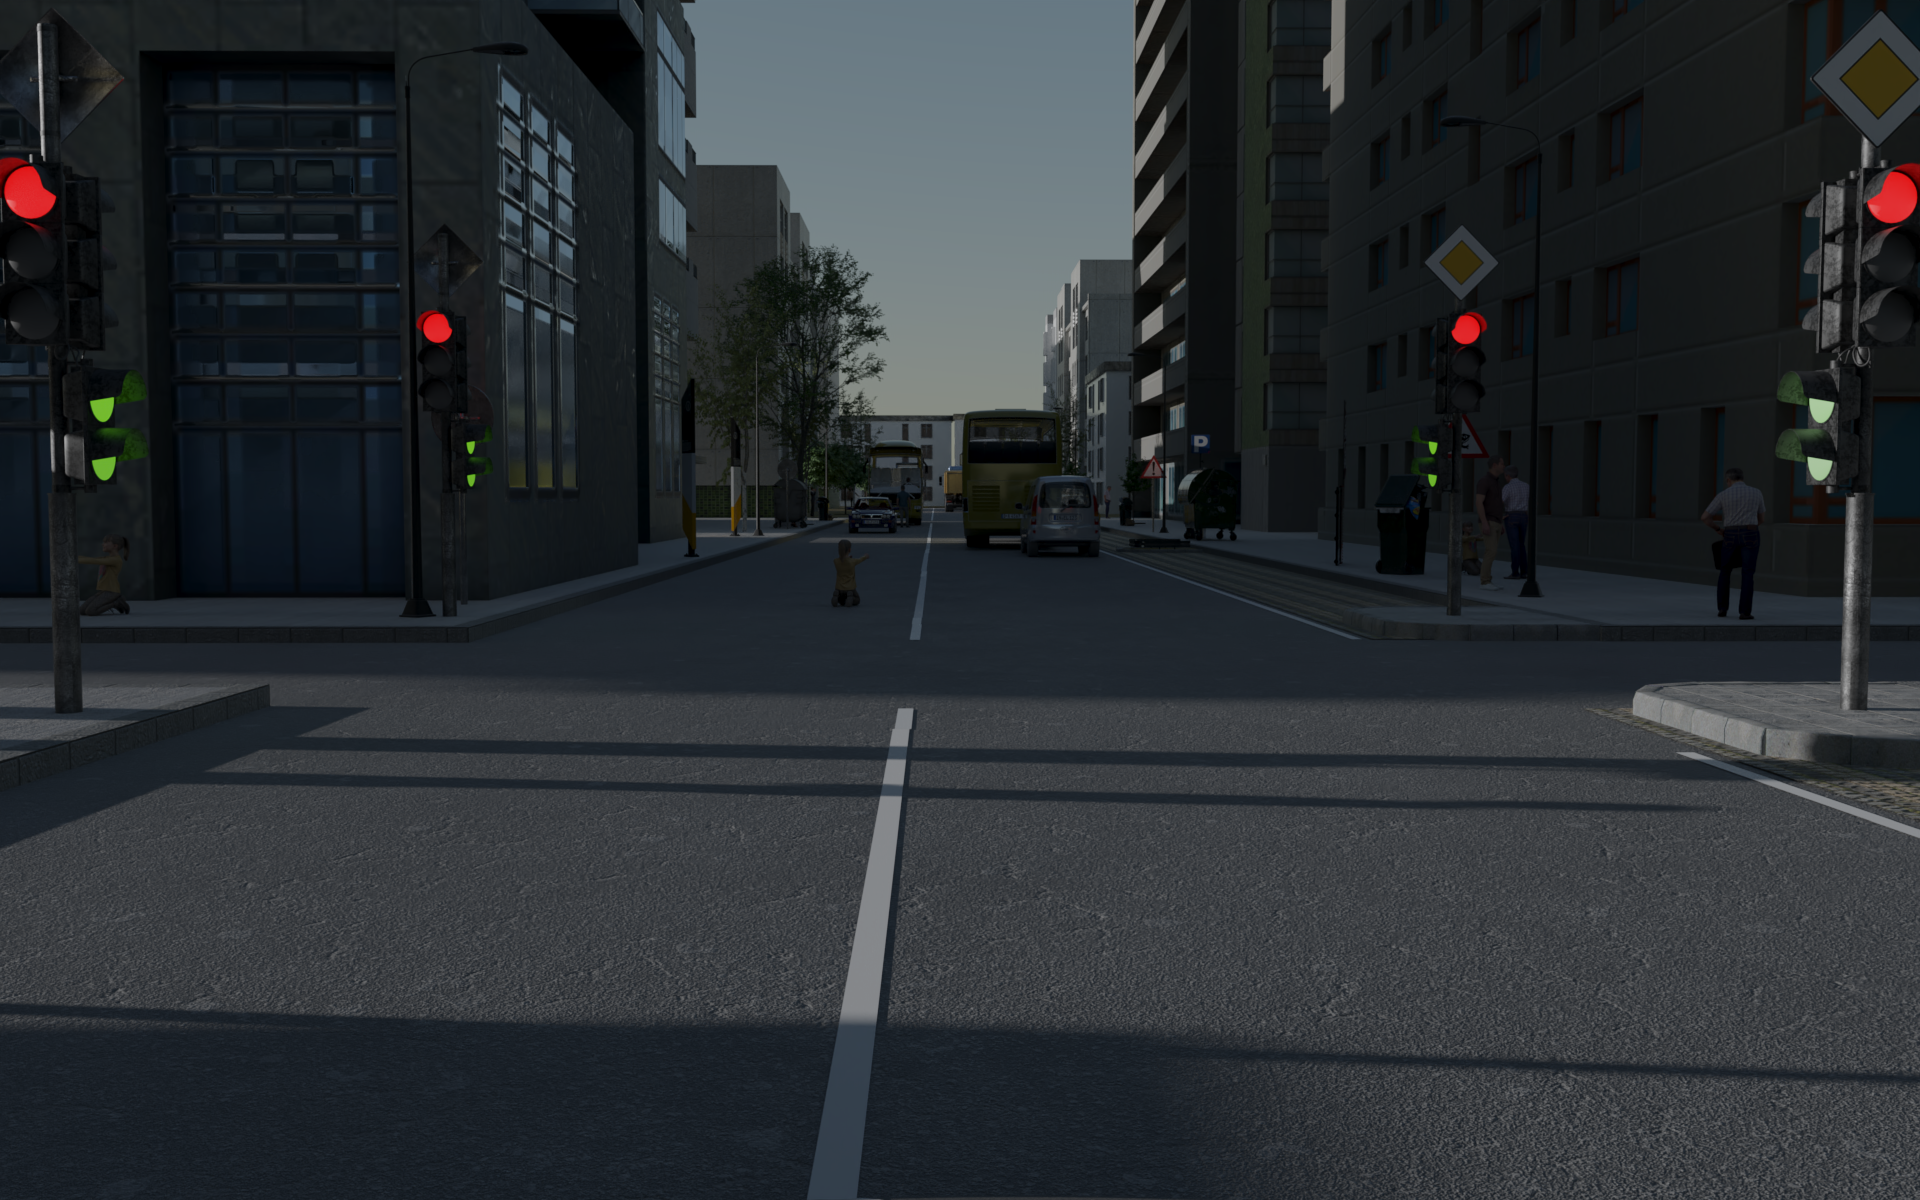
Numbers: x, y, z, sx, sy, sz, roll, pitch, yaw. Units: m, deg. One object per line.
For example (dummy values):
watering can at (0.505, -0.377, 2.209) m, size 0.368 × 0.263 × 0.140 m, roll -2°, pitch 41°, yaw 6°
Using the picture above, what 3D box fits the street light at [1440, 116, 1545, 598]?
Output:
street light at (6.595, -2.992, 21.458) m, size 1.470 × 5.913 × 1.316 m, roll 0°, pitch 4°, yaw -1°

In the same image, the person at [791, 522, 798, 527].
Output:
person at (-6.355, -3.633, 66.912) m, size 0.415 × 1.643 × 0.593 m, roll -3°, pitch 5°, yaw -42°

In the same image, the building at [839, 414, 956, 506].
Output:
building at (-14.789, -14.848, 184.917) m, size 28.070 × 9.664 × 9.099 m, roll 0°, pitch 4°, yaw -1°

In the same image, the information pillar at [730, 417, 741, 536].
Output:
information pillar at (-6.831, -3.756, 52.757) m, size 0.183 × 3.616 × 0.504 m, roll 1°, pitch 4°, yaw 21°

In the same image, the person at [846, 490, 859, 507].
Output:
person at (-9.618, -9.121, 155.178) m, size 1.348 × 1.823 × 0.705 m, roll -1°, pitch 4°, yaw -17°

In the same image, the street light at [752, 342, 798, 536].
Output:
street light at (-5.656, -4.925, 53.067) m, size 1.470 × 5.913 × 1.316 m, roll 0°, pitch 4°, yaw -1°

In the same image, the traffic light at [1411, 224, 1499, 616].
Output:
traffic light at (5.206, -1.791, 18.211) m, size 0.839 × 4.253 × 0.868 m, roll 0°, pitch 4°, yaw -1°

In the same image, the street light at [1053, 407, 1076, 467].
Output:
street light at (5.645, -7.355, 92.789) m, size 1.470 × 5.913 × 1.316 m, roll 0°, pitch 4°, yaw -1°

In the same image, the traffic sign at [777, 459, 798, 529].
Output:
traffic sign at (-6.292, -3.856, 63.147) m, size 0.768 × 2.556 × 0.104 m, roll 1°, pitch 4°, yaw 9°

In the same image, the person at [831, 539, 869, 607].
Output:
person at (-1.420, -0.352, 22.182) m, size 0.347 × 0.859 × 0.695 m, roll 1°, pitch 4°, yaw 15°

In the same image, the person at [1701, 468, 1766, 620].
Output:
person at (7.981, -0.590, 17.897) m, size 0.614 × 1.554 × 0.590 m, roll 1°, pitch 4°, yaw 19°

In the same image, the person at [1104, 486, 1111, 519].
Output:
person at (7.798, -5.132, 90.883) m, size 0.436 × 1.711 × 0.756 m, roll 2°, pitch 4°, yaw 33°

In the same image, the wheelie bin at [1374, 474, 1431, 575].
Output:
wheelie bin at (7.071, -1.210, 27.691) m, size 0.693 × 1.594 × 0.980 m, roll -2°, pitch 4°, yaw -33°

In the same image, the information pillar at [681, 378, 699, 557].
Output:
information pillar at (-5.519, -2.686, 35.270) m, size 0.183 × 3.616 × 0.504 m, roll -2°, pitch 4°, yaw -35°

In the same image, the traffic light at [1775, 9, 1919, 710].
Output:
traffic light at (5.317, -1.303, 10.227) m, size 0.839 × 4.253 × 0.868 m, roll 0°, pitch 4°, yaw -1°

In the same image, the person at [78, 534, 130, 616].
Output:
person at (-9.139, -0.265, 18.307) m, size 0.695 × 0.859 × 0.347 m, roll -3°, pitch 5°, yaw -44°

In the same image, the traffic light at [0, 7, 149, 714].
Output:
traffic light at (-5.223, -1.293, 10.064) m, size 0.839 × 4.253 × 0.868 m, roll 0°, pitch 4°, yaw -1°

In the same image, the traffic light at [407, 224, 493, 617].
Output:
traffic light at (-5.334, -1.781, 18.048) m, size 0.839 × 4.253 × 0.868 m, roll 0°, pitch 4°, yaw -1°

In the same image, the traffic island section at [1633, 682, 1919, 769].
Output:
traffic island section at (5.358, 0.730, 10.342) m, size 2.009 × 0.180 × 2.903 m, roll 0°, pitch 4°, yaw -1°

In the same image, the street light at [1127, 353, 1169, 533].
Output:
street light at (6.194, -5.166, 57.006) m, size 1.470 × 5.913 × 1.316 m, roll 0°, pitch 4°, yaw -1°

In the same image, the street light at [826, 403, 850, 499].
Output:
street light at (-6.256, -7.083, 88.340) m, size 1.470 × 5.913 × 1.316 m, roll 0°, pitch 4°, yaw -1°

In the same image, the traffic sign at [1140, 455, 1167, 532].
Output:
traffic sign at (6.476, -3.546, 57.977) m, size 0.884 × 2.594 × 0.081 m, roll 0°, pitch 4°, yaw 4°

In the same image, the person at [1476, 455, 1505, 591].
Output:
person at (7.148, -1.043, 23.231) m, size 0.598 × 1.807 × 0.434 m, roll -3°, pitch 5°, yaw -41°

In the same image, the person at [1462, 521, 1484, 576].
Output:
person at (8.114, -0.814, 27.277) m, size 0.347 × 0.859 × 0.695 m, roll -1°, pitch 4°, yaw -18°

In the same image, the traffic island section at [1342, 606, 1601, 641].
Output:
traffic island section at (5.246, 0.242, 18.326) m, size 2.009 × 0.180 × 2.903 m, roll 0°, pitch 4°, yaw -1°

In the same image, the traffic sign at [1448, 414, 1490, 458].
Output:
traffic sign at (7.412, -1.576, 25.764) m, size 0.884 × 2.594 × 0.081 m, roll 0°, pitch 4°, yaw 1°

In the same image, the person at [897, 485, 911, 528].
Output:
person at (-2.397, -4.000, 74.032) m, size 0.598 × 1.807 × 0.434 m, roll 1°, pitch 4°, yaw 9°

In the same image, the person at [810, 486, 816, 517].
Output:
person at (-8.281, -5.604, 98.477) m, size 0.445 × 1.727 × 0.742 m, roll -3°, pitch 5°, yaw -39°

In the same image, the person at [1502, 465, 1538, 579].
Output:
person at (8.322, -1.167, 26.067) m, size 0.756 × 1.711 × 0.436 m, roll -1°, pitch 4°, yaw -16°

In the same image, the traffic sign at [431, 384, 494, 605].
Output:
traffic sign at (-5.759, -1.219, 20.036) m, size 0.768 × 2.556 × 0.104 m, roll 1°, pitch 4°, yaw 9°

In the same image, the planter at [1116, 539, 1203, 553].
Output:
planter at (4.901, -1.336, 42.982) m, size 1.991 × 0.319 × 1.994 m, roll 0°, pitch 4°, yaw -1°

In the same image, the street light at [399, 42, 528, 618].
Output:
street light at (-5.134, -2.777, 17.942) m, size 1.470 × 5.913 × 1.316 m, roll 0°, pitch 4°, yaw -1°

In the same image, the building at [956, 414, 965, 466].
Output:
building at (13.278, -14.875, 185.350) m, size 28.070 × 9.664 × 9.099 m, roll 0°, pitch 4°, yaw -1°

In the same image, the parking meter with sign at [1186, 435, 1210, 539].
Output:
parking meter with sign at (6.862, -3.295, 50.134) m, size 0.543 × 3.016 × 1.738 m, roll 1°, pitch 4°, yaw 15°
